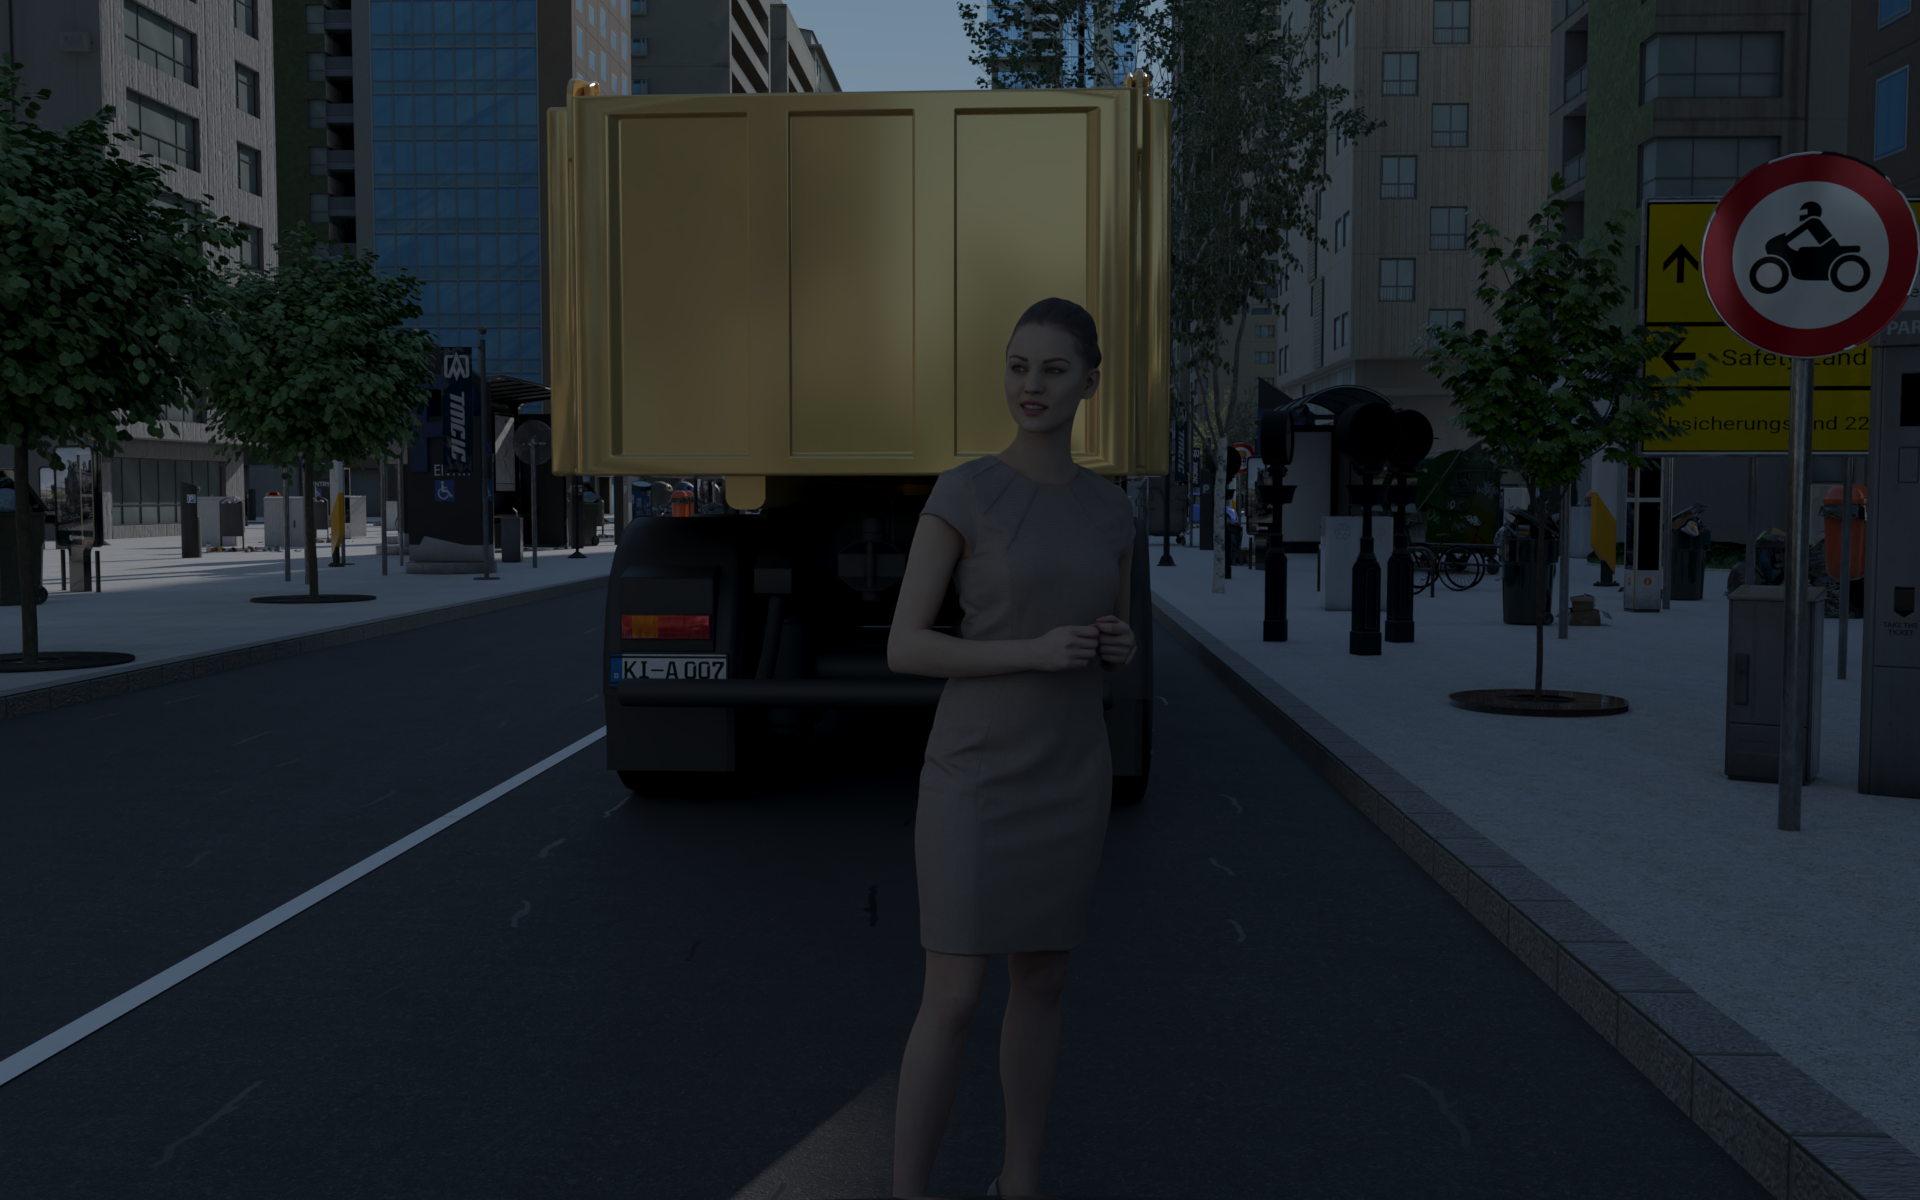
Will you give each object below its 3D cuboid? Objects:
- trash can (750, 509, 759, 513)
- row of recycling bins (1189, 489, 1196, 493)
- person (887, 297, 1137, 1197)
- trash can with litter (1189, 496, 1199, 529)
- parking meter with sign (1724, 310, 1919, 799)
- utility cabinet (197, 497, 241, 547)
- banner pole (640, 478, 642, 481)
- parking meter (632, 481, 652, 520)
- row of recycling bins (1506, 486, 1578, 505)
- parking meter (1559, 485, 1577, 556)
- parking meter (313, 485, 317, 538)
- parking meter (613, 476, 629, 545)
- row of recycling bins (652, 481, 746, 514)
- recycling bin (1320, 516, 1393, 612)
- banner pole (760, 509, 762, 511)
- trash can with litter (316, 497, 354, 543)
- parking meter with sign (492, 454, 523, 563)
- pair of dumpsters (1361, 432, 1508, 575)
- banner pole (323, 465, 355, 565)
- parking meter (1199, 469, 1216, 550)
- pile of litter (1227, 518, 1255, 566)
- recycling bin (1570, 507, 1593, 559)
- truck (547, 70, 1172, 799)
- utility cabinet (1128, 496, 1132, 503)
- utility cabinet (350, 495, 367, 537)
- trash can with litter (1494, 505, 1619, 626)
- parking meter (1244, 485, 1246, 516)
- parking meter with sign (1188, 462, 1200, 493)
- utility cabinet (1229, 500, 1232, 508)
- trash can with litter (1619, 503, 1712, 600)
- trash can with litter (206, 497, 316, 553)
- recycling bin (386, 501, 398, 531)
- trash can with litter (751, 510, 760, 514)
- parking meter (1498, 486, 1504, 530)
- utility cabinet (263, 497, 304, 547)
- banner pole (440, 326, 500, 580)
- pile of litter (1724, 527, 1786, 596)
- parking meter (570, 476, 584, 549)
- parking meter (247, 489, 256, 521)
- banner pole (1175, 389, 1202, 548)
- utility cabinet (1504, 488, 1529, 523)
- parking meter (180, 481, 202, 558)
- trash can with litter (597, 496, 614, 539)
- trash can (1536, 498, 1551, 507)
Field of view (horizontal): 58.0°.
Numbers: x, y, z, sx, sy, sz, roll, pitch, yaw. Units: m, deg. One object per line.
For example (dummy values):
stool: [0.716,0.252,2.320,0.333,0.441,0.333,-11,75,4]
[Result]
trash can: [-13.887,-6.448,117.071,0.748,1.137,0.748,0,3,0]
row of recycling bins: [18.987,-8.086,139.311,3.534,1.692,1.069,-1,4,-10]
person: [0.108,0.351,3.098,0.599,1.781,0.374,-2,4,-27]
trash can with litter: [8.713,-3.281,64.707,1.678,1.210,2.233,-3,4,-38]
parking meter with sign: [4.229,-0.677,7.327,1.738,3.016,0.543,2,4,33]
utility cabinet: [-18.196,-1.916,42.484,1.020,1.237,0.306,0,4,3]
banner pole: [-18.996,-6.840,101.859,0.863,3.779,0.401,-1,4,-21]
parking meter: [-5.934,-1.463,32.335,0.372,1.533,0.369,0,3,0]
row of recycling bins: [29.228,-4.917,87.505,3.534,1.692,1.069,2,4,24]
parking meter: [12.477,-1.826,35.569,0.255,1.863,0.399,0,4,4]
parking meter: [-19.020,-2.584,50.665,0.372,1.533,0.369,0,3,0]
parking meter: [-8.574,-2.332,43.836,0.255,1.863,0.399,1,4,14]
row of recycling bins: [-8.802,-3.095,57.713,3.534,1.692,1.069,-2,4,-35]
recycling bin: [4.401,-0.409,19.249,0.722,1.027,0.722,0,4,7]
banner pole: [-8.030,-4.775,68.086,0.863,3.779,0.401,1,4,19]
trash can with litter: [-17.301,-2.117,45.674,2.233,1.210,1.678,0,4,-4]
parking meter with sign: [-9.103,-2.213,32.442,1.738,3.016,0.543,0,4,-5]
pair of dumpsters: [8.007,-1.651,29.480,1.574,2.255,4.437,0,4,2]
banner pole: [-11.395,-2.533,31.425,0.863,3.779,0.401,2,4,27]
parking meter: [5.705,-2.075,39.639,0.399,1.863,0.255,3,5,39]
pile of litter: [5.193,-1.077,31.582,1.176,0.858,1.719,2,4,23]
recycling bin: [12.582,-1.359,34.771,0.722,1.027,0.722,-1,4,-14]
truck: [-0.110,-0.972,11.823,3.469,3.379,9.791,0,4,4]
utility cabinet: [4.757,-2.574,53.249,1.020,1.237,0.306,1,4,17]
utility cabinet: [-18.199,-2.490,51.865,0.306,1.237,1.020,1,4,14]
trash can with litter: [5.838,-0.348,17.070,1.055,1.170,0.624,0,4,7]
parking meter: [16.516,-5.729,99.387,0.255,1.863,0.399,3,5,39]
parking meter with sign: [13.334,-6.017,94.636,1.738,3.016,0.543,3,5,39]
utility cabinet: [12.583,-4.423,83.473,1.020,1.237,0.306,2,4,35]
trash can with litter: [8.577,-0.596,21.127,0.624,1.170,1.055,-3,5,-43]
trash can with litter: [-15.764,-1.665,38.280,2.233,1.210,1.678,0,4,3]
recycling bin: [-19.750,-2.958,60.913,0.722,1.027,0.722,0,4,8]
trash can with litter: [-14.588,-7.280,130.084,2.233,1.210,1.678,-1,4,-8]
parking meter: [15.937,-2.628,51.372,0.372,1.533,0.369,0,3,0]
utility cabinet: [-16.384,-1.897,42.176,1.020,1.237,0.306,-1,4,-10]
banner pole: [-7.345,-2.195,25.913,0.863,3.779,0.401,0,4,-2]
pile of litter: [10.505,-0.488,21.945,1.719,0.858,1.176,0,4,4]
parking meter: [-9.015,-2.143,40.754,0.255,1.863,0.399,-1,4,-21]
parking meter: [-34.184,-4.597,83.569,0.372,1.533,0.369,0,3,0]
banner pole: [5.387,-3.141,41.371,0.863,3.779,0.401,-3,5,-42]
utility cabinet: [19.287,-3.191,60.844,0.318,1.500,1.173,-3,4,-36]
parking meter: [-15.468,-1.616,34.832,0.372,1.533,0.369,0,3,0]
trash can with litter: [-10.692,-2.382,50.011,1.678,1.210,2.233,1,4,13]
trash can: [21.193,-3.157,63.277,0.748,1.137,0.748,0,3,0]
